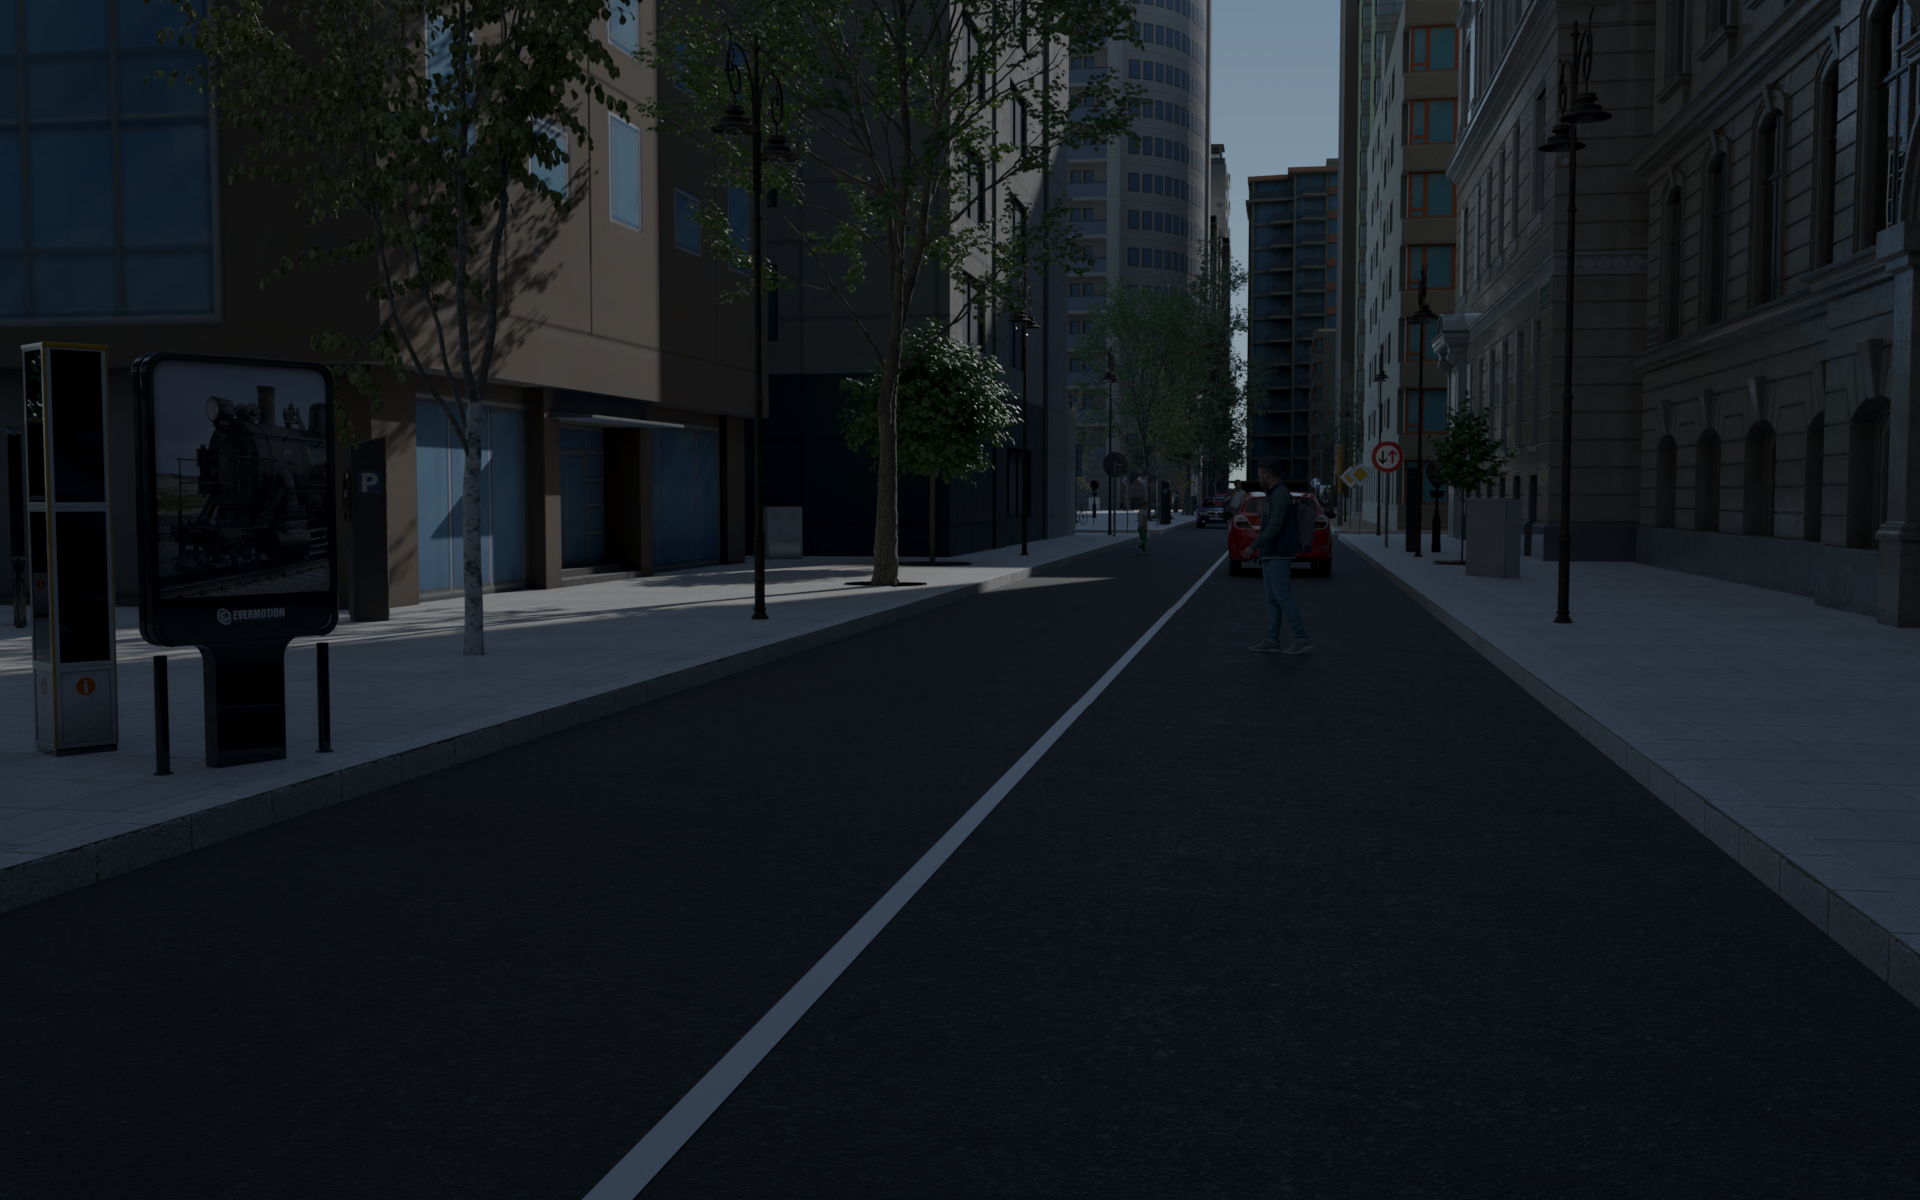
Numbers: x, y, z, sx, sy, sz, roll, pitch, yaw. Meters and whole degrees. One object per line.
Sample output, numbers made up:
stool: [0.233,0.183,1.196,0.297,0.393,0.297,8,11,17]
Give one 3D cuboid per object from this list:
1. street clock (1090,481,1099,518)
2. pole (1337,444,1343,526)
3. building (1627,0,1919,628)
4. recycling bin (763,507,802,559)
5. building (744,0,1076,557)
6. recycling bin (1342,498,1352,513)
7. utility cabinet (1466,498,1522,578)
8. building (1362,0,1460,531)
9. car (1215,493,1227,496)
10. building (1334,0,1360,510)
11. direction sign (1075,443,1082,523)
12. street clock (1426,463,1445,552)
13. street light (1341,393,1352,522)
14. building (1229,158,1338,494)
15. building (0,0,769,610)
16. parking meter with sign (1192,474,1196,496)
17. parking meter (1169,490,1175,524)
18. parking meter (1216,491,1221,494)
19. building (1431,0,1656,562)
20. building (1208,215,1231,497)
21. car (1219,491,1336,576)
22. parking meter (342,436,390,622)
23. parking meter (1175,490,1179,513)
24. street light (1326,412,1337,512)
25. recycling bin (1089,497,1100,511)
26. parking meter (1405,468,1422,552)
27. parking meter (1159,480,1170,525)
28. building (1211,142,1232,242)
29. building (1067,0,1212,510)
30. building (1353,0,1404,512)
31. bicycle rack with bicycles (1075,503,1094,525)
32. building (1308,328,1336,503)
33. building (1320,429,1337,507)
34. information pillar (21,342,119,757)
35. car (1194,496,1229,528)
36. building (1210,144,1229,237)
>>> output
street clock: [7.171,-5.374,92.439,0.471,2.002,0.358,2,4,25]
pole: [15.452,-4.682,70.393,0.158,3.312,0.155,0,3,0]
building: [14.481,-11.907,13.758,14.460,24.649,34.723,1,4,11]
recycling bin: [-3.542,-1.337,34.412,0.722,1.027,0.722,-1,4,-15]
building: [-8.328,-37.100,44.831,20.611,71.187,20.563,1,4,11]
recycling bin: [25.706,-6.305,115.648,0.722,1.027,0.722,0,4,-2]
utility cabinet: [8.265,-0.959,26.844,0.306,1.237,1.020,-1,4,-19]
building: [32.150,-13.841,71.341,28.899,21.520,27.650,1,4,11]
car: [13.865,-4.930,89.641,2.155,1.783,4.494,1,4,11]
building: [37.909,-30.005,140.687,14.600,45.320,14.200,1,4,11]
direction sign: [5.200,-5.246,77.777,0.379,3.537,0.876,-2,4,-30]
street clock: [10.514,-2.056,38.188,0.471,2.002,0.358,1,4,22]
street light: [17.746,-6.535,79.639,0.468,5.910,1.993,1,4,11]
building: [50.575,-35.085,228.263,28.867,44.769,22.147,1,4,11]
building: [-11.668,-22.960,25.507,14.600,45.320,14.200,1,4,11]
parking meter with sign: [18.551,-8.551,136.077,0.543,3.016,1.738,1,4,14]
parking meter: [8.817,-4.005,73.893,0.372,1.533,0.369,0,3,0]
parking meter: [19.915,-7.658,133.625,0.372,1.533,0.369,0,3,0]
building: [19.037,-15.579,40.627,13.634,28.700,20.117,1,4,11]
building: [22.046,-25.475,188.212,14.160,30.474,14.107,1,4,11]
car: [5.828,-1.389,31.749,2.155,1.783,4.494,1,4,9]
parking meter: [-5.988,-0.718,17.454,0.399,1.863,0.255,-2,4,-31]
parking meter: [14.814,-6.759,118.916,0.372,1.533,0.369,0,3,0]
street light: [21.171,-7.666,98.132,0.468,5.910,1.993,1,4,11]
recycling bin: [10.266,-7.325,132.315,0.722,1.027,0.722,1,4,19]
parking meter: [10.061,-1.999,38.389,0.255,1.863,0.399,2,4,31]
parking meter: [8.539,-4.074,72.314,0.399,1.863,0.255,-1,4,-17]
building: [21.152,-37.601,234.376,30.456,49.044,23.786,1,4,11]
building: [10.853,-37.325,152.265,21.231,58.520,28.212,1,4,11]
building: [36.107,-27.097,126.622,14.154,41.232,14.086,1,4,11]
bicycle rack with bicycles: [4.237,-3.610,72.413,2.852,0.926,2.925,2,4,30]
building: [53.192,-21.280,192.969,27.650,21.520,28.899,1,4,11]
building: [45.696,-51.900,161.232,22.319,86.520,31.000,1,4,11]
information pillar: [-4.407,-0.250,8.586,0.304,2.012,0.304,3,5,44]
car: [10.944,-3.721,73.419,1.945,1.354,3.894,1,4,11]
building: [24.579,-31.884,204.900,14.086,41.232,14.154,1,4,11]
